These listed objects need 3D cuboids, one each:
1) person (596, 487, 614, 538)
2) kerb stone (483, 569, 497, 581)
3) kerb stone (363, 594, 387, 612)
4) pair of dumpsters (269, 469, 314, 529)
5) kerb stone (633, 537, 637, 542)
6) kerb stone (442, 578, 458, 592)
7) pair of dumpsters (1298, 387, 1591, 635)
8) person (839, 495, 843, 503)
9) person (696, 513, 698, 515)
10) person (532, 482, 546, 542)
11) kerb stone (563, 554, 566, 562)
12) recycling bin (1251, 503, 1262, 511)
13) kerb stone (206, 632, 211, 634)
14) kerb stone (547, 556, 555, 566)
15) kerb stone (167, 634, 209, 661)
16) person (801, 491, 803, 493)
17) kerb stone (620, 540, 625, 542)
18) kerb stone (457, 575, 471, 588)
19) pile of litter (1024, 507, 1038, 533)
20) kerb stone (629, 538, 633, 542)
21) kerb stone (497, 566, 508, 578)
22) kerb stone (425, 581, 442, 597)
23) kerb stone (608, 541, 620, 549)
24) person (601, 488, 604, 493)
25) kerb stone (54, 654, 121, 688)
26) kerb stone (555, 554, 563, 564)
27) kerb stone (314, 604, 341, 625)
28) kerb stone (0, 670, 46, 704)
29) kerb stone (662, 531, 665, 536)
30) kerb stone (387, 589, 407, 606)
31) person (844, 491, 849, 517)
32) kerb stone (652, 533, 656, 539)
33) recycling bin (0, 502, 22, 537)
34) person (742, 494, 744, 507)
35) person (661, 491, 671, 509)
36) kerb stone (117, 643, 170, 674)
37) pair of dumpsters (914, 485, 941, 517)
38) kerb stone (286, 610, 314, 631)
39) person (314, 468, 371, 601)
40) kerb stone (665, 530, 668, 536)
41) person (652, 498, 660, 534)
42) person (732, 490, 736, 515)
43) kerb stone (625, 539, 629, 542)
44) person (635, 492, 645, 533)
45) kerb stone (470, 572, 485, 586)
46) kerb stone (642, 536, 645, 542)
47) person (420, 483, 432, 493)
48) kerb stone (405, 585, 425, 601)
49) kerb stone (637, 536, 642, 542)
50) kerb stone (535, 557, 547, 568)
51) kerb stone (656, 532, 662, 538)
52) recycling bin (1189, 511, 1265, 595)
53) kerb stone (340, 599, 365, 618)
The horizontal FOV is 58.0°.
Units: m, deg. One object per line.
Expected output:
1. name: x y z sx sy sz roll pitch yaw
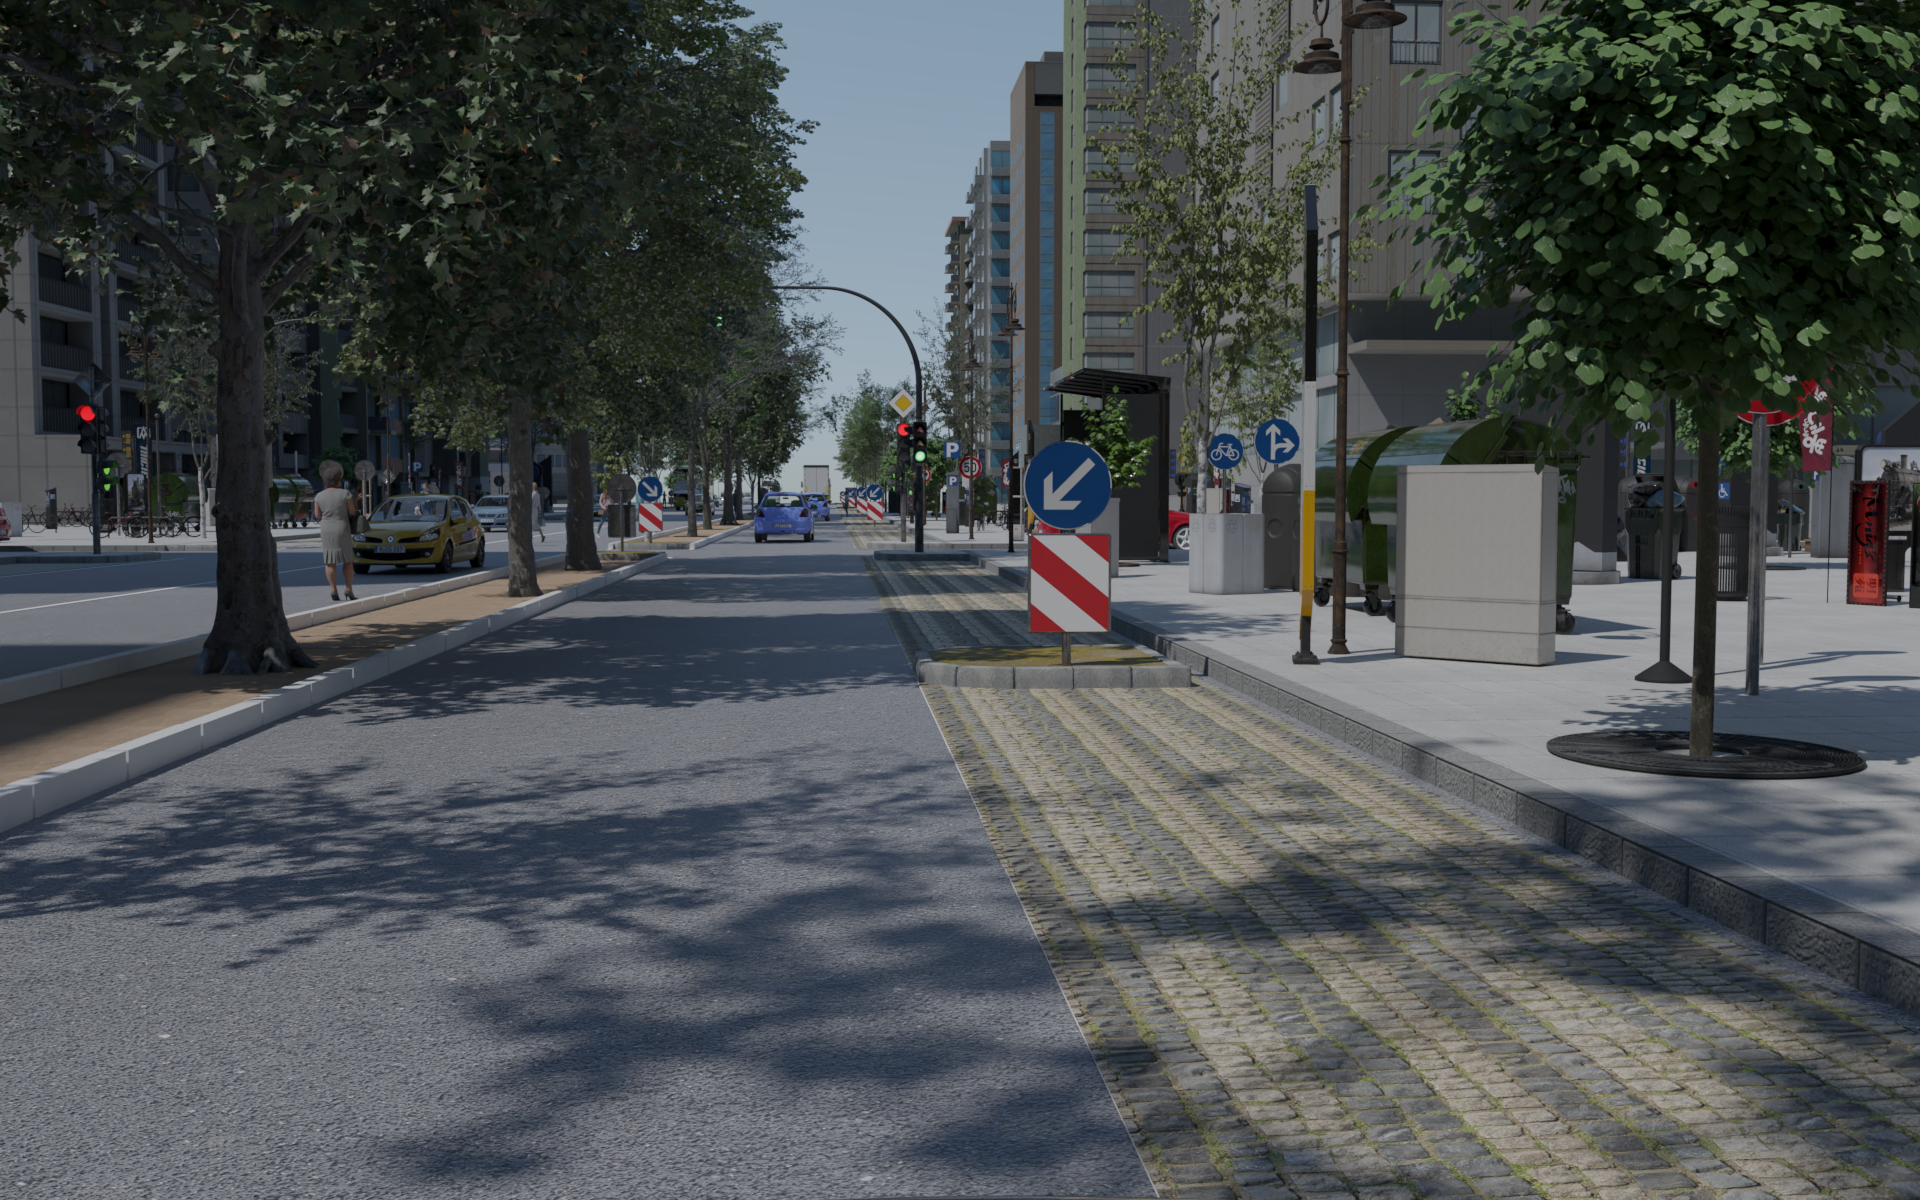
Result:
1. person: -11.578 -2.899 56.493 0.643 1.750 0.593 3 5 45
2. kerb stone: -7.821 -0.385 28.484 0.120 0.150 1.000 0 4 -4
3. kerb stone: -7.281 0.053 21.332 0.120 0.150 1.000 0 4 -4
4. pair of dumpsters: -25.622 -3.818 64.914 1.574 2.255 4.437 0 4 -4
5. kerb stone: -9.393 -1.658 49.418 0.120 0.150 1.000 0 4 -4
6. kerb stone: -7.582 -0.197 25.422 0.120 0.150 1.000 0 4 -4
7. pair of dumpsters: 4.811 -0.930 17.704 1.574 2.255 4.437 0 4 -4
8. person: -18.217 -15.952 269.274 1.348 1.831 0.705 2 4 34
9. person: -18.220 -6.624 118.617 0.589 1.601 0.330 1 4 15
10. person: -12.603 -2.594 51.262 0.624 1.780 0.694 2 4 28
11. kerb stone: -8.433 -0.883 36.654 0.120 0.150 1.000 0 4 -4
12. recycling bin: 8.189 -2.124 47.279 0.722 1.027 0.722 -1 4 -10
13. kerb stone: -6.900 0.365 16.222 0.120 0.150 1.000 0 4 -4
14. kerb stone: -8.279 -0.759 34.608 0.120 0.150 1.000 0 4 -4
15. kerb stone: -6.829 0.432 15.202 0.120 0.150 1.000 0 4 -4
16. person: -14.751 -9.313 161.700 0.436 1.711 0.756 -3 5 -40
17. kerb stone: -9.158 -1.477 46.347 0.120 0.150 1.000 0 4 -4
18. kerb stone: -7.668 -0.259 26.443 0.120 0.150 1.000 0 4 -4
19. pile of litter: 2.541 -2.661 57.470 1.176 0.858 1.719 3 4 39
20. kerb stone: -9.319 -1.602 48.387 0.120 0.150 1.000 0 4 -4
21. kerb stone: -7.898 -0.446 29.504 0.120 0.150 1.000 0 4 -4
22. kerb stone: -7.510 -0.133 24.403 0.120 0.150 1.000 0 4 -4
23. kerb stone: -9.084 -1.415 45.327 0.120 0.150 1.000 0 4 -4
24. person: -23.024 -6.245 110.872 0.573 1.790 0.520 -2 4 -28
25. kerb stone: -6.662 0.552 13.164 0.120 0.150 1.000 0 4 -4
26. kerb stone: -8.352 -0.820 35.628 0.120 0.150 1.000 0 4 -4
27. kerb stone: -7.123 0.178 19.289 0.120 0.150 1.000 0 4 -4
28. kerb stone: -6.590 0.618 12.138 0.120 0.150 1.000 0 4 -4
29. kerb stone: -10.002 -2.162 57.583 0.120 0.150 1.000 0 4 -4
30. kerb stone: -7.359 -0.001 22.360 0.120 0.150 1.000 0 4 -4
31. person: -7.024 -5.923 107.146 0.330 1.601 0.589 0 4 5
32. kerb stone: -9.774 -1.974 54.520 0.120 0.150 1.000 0 4 -4
33. recycling bin: -28.590 -2.398 51.761 0.722 1.027 0.722 1 4 19
34. person: -24.175 -11.198 191.678 0.705 1.812 1.348 1 4 11
35. person: -28.309 -9.588 165.979 1.217 1.735 0.721 -2 4 -24
36. kerb stone: -6.742 0.490 14.183 0.120 0.150 1.000 0 4 -4
37. pair of dumpsters: -1.830 -5.824 97.722 1.574 2.255 4.437 0 4 -4
38. kerb stone: -7.049 0.240 18.269 0.120 0.150 1.000 0 4 -4
39. person: -8.293 -0.886 23.342 0.716 1.782 0.532 0 4 -5
40. kerb stone: -10.081 -2.227 58.607 0.120 0.150 1.000 0 4 -4
41. person: -10.981 -3.250 62.308 0.731 1.740 0.598 2 4 27
42. person: -15.146 -6.658 117.544 0.709 1.800 0.728 -1 4 -23
43. kerb stone: -9.231 -1.539 47.366 0.120 0.150 1.000 0 4 -4
44. person: -11.840 -3.383 63.676 0.748 1.841 0.638 0 4 -3
45. kerb stone: -7.736 -0.322 27.465 0.120 0.150 1.000 0 4 -4
46. kerb stone: -9.537 -1.788 51.459 0.120 0.150 1.000 0 4 -4
47. person: -18.741 -3.199 60.828 0.581 1.822 0.654 -1 4 -15
48. kerb stone: -7.432 -0.072 23.383 0.120 0.150 1.000 0 4 -4
49. kerb stone: -9.464 -1.725 50.437 0.120 0.150 1.000 0 4 -4
50. kerb stone: -8.193 -0.697 33.587 0.120 0.150 1.000 0 4 -4
51. kerb stone: -9.935 -2.102 56.562 0.120 0.150 1.000 0 4 -4
52. recycling bin: 3.446 -0.602 22.394 0.722 1.027 0.722 -2 4 -27
53. kerb stone: -7.204 0.115 20.312 0.120 0.150 1.000 0 4 -4
